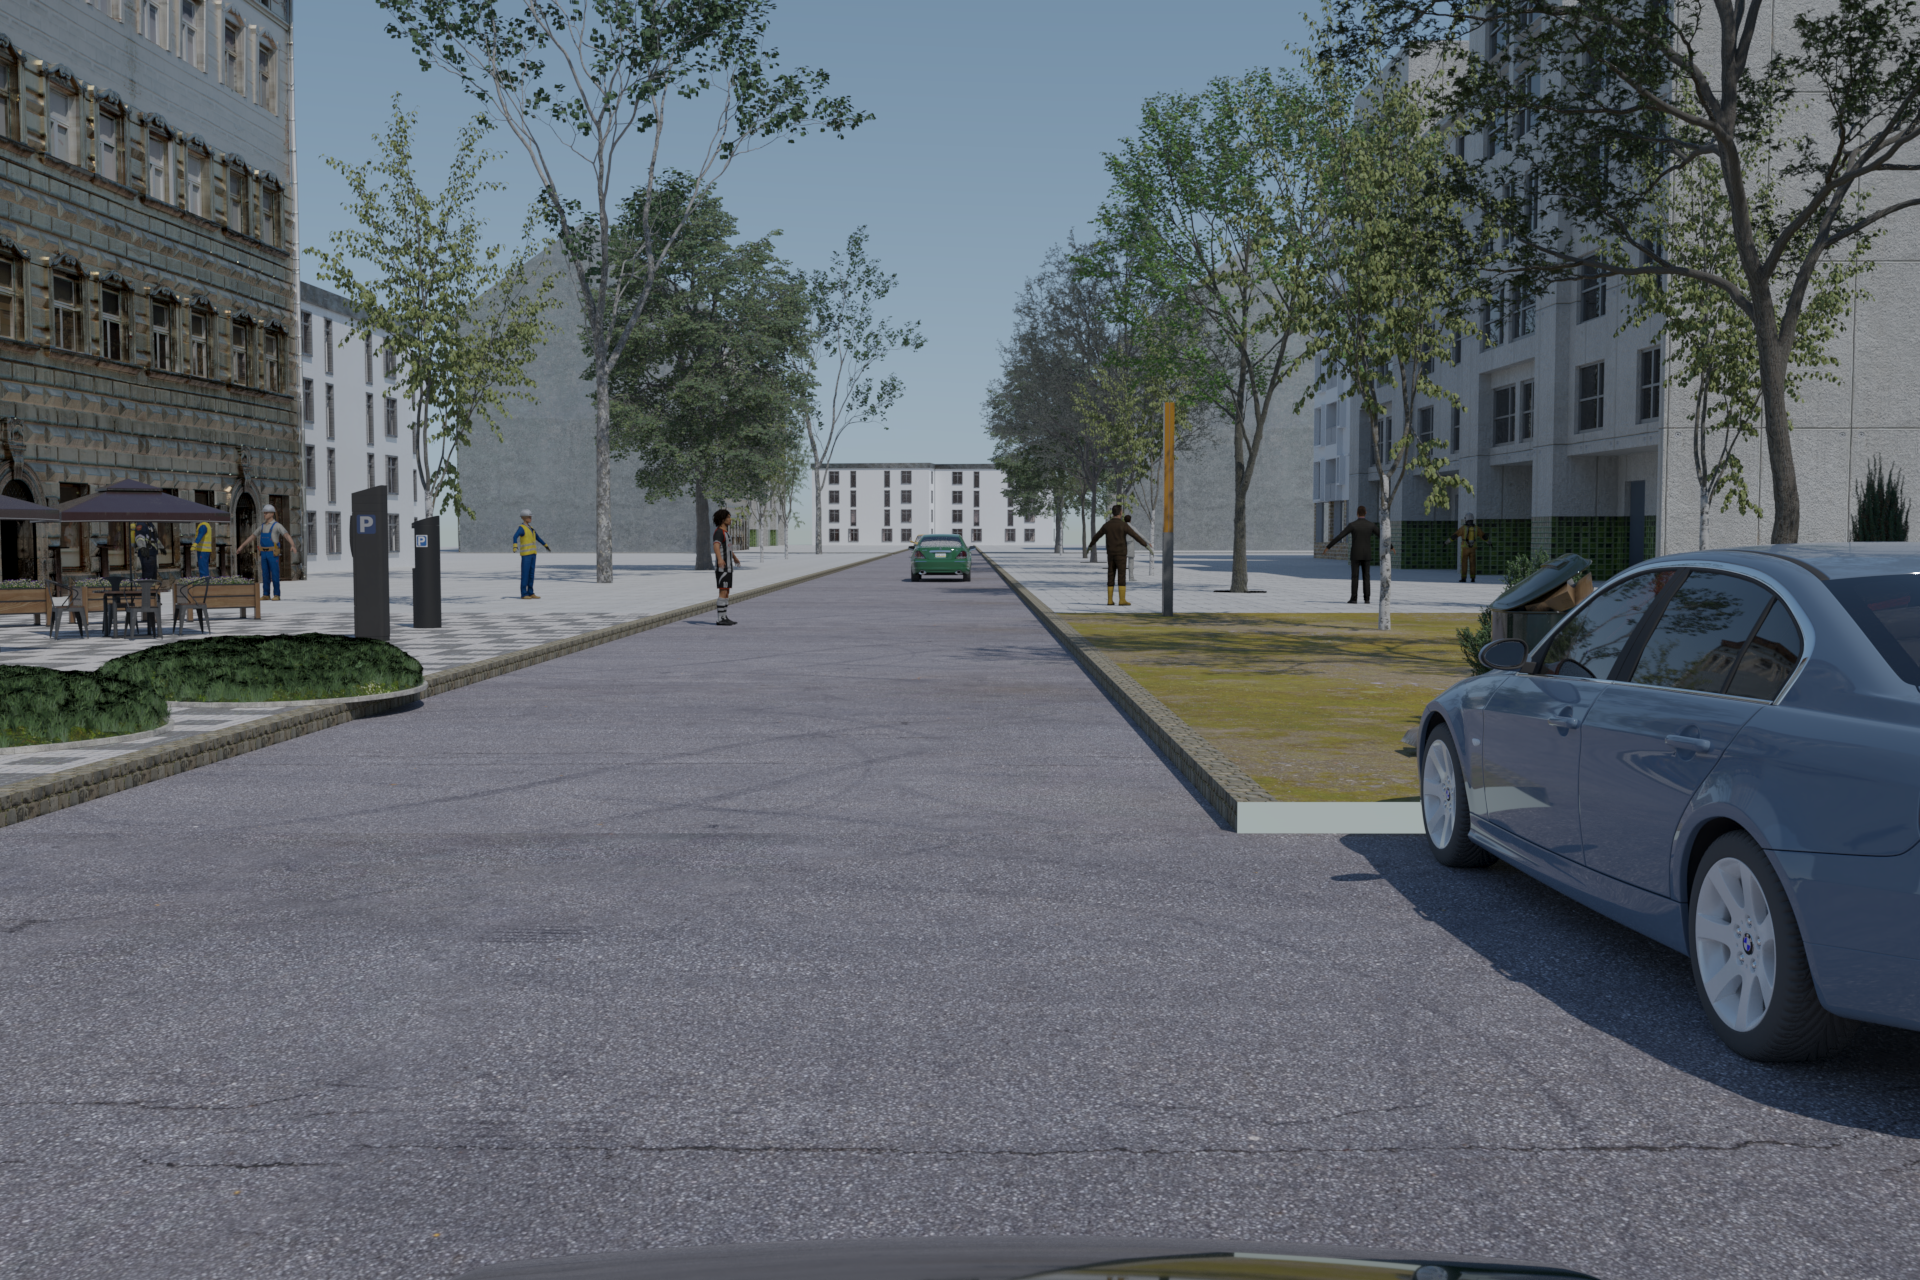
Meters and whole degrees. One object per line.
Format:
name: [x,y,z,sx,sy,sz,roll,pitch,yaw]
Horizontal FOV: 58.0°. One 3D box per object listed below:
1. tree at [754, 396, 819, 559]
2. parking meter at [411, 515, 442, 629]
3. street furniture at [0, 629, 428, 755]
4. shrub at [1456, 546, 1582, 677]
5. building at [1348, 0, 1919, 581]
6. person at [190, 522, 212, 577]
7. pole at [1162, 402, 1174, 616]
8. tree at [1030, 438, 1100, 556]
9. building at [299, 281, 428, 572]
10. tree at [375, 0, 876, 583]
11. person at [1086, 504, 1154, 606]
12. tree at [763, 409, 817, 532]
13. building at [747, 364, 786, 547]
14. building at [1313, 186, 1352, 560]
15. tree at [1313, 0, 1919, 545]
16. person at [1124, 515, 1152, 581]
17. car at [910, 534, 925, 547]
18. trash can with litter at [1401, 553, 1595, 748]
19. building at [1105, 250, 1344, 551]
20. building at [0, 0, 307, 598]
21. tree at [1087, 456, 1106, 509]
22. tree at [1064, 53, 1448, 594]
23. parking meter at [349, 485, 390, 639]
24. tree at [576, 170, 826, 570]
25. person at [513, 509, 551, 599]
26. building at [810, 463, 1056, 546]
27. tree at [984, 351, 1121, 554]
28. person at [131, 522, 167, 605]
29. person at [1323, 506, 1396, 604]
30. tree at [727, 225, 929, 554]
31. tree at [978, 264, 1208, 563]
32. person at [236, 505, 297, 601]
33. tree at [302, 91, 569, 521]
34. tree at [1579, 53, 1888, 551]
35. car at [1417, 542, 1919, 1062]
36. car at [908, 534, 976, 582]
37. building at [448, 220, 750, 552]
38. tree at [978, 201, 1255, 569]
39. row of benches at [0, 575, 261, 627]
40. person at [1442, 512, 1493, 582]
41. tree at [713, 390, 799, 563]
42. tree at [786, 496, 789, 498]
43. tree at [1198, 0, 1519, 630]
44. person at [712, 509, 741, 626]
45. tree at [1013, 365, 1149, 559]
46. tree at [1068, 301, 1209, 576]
tree: [-8.717,-8.395,87.621,4.360,8.622,3.978,0,3,0]
parking meter: [-7.282,-0.931,23.639,0.372,1.533,0.369,0,3,0]
street furniture: [-8.900,0.232,11.833,10.072,0.657,5.734,-1,4,-17]
shrub: [3.783,-0.015,11.358,1.383,1.207,1.383,0,3,0]
building: [24.454,-11.543,55.182,16.747,18.905,31.486,0,4,0]
person: [-16.763,-1.976,38.273,0.705,1.833,1.349,-1,4,-14]
pole: [3.242,-2.026,26.967,0.158,3.312,0.155,0,3,0]
tree: [5.740,-9.280,102.092,4.360,8.622,3.978,0,3,0]
building: [-26.266,-7.773,69.242,9.099,9.664,28.070,0,4,0]
tree: [-7.803,-11.532,44.434,12.611,20.169,13.585,0,3,0]
person: [2.822,-1.521,31.000,1.346,1.812,0.704,2,4,33]
tree: [-9.508,-8.900,95.870,4.360,8.622,3.978,0,3,0]
building: [-28.340,-19.170,179.891,16.747,18.905,31.486,0,4,1]
building: [23.731,-14.278,89.872,16.016,20.090,11.380,0,3,0]
tree: [7.018,-4.914,14.756,8.767,10.594,7.601,-1,4,-15]
person: [4.575,-2.503,47.112,1.347,1.806,0.705,2,4,29]
car: [-2.046,-5.921,107.039,2.015,1.641,3.980,0,3,0]
trash can with litter: [3.126,0.089,9.930,1.055,1.170,0.624,0,4,-2]
building: [21.990,-19.039,142.219,19.493,23.208,18.063,0,4,0]
building: [-27.439,-12.685,38.332,19.493,23.208,18.063,0,4,1]
tree: [17.859,-17.053,204.574,9.928,11.665,9.643,0,3,0]
tree: [6.287,-6.840,37.589,9.928,11.665,9.643,0,3,0]
parking meter: [-7.066,-0.919,20.732,0.399,1.863,0.255,0,4,1]
tree: [-9.080,-9.454,61.230,9.857,13.997,8.962,0,3,0]
person: [-8.453,-1.693,34.137,0.721,1.772,1.216,1,4,20]
building: [-2.861,-15.882,204.269,28.070,9.664,9.099,1,4,9]
tree: [6.410,-12.650,113.490,9.857,13.997,8.962,0,3,0]
person: [-14.317,-1.519,30.611,0.705,1.856,1.354,-1,4,-10]
person: [7.368,-1.569,31.875,1.346,1.802,0.704,0,4,-1]
tree: [-8.326,-15.365,107.102,12.611,20.169,13.585,0,3,0]
tree: [5.914,-10.183,76.867,12.009,13.543,11.850,0,3,0]
person: [-13.299,-1.681,33.335,1.347,1.847,0.705,1,4,17]
tree: [-8.977,-4.866,29.926,4.737,8.622,4.395,0,3,0]
tree: [12.012,-4.698,27.178,4.737,8.622,4.395,0,3,0]
car: [2.957,0.367,6.005,2.014,1.417,4.499,0,4,-1]
car: [-0.563,-2.550,53.489,2.131,1.459,4.920,0,4,0]
building: [-26.267,-18.338,130.756,19.493,23.208,18.063,0,4,-1]
tree: [5.924,-9.354,63.312,12.009,13.543,11.850,0,3,0]
row of benches: [-12.043,-0.575,24.857,4.104,0.672,1.422,-3,5,-43]
person: [13.507,-2.461,46.013,1.354,1.858,0.705,0,4,-1]
tree: [-9.066,-7.801,77.910,4.737,8.622,4.395,0,3,0]
tree: [-21.409,-15.193,198.760,4.737,8.622,4.395,0,3,0]
tree: [5.517,-4.431,22.811,4.737,8.622,4.395,0,3,0]
person: [-3.681,-1.136,27.181,0.704,1.843,1.345,0,4,4]
tree: [6.233,-9.553,90.606,7.601,10.594,8.767,-1,4,-12]
tree: [5.765,-6.301,53.390,4.737,8.622,4.395,0,3,0]
